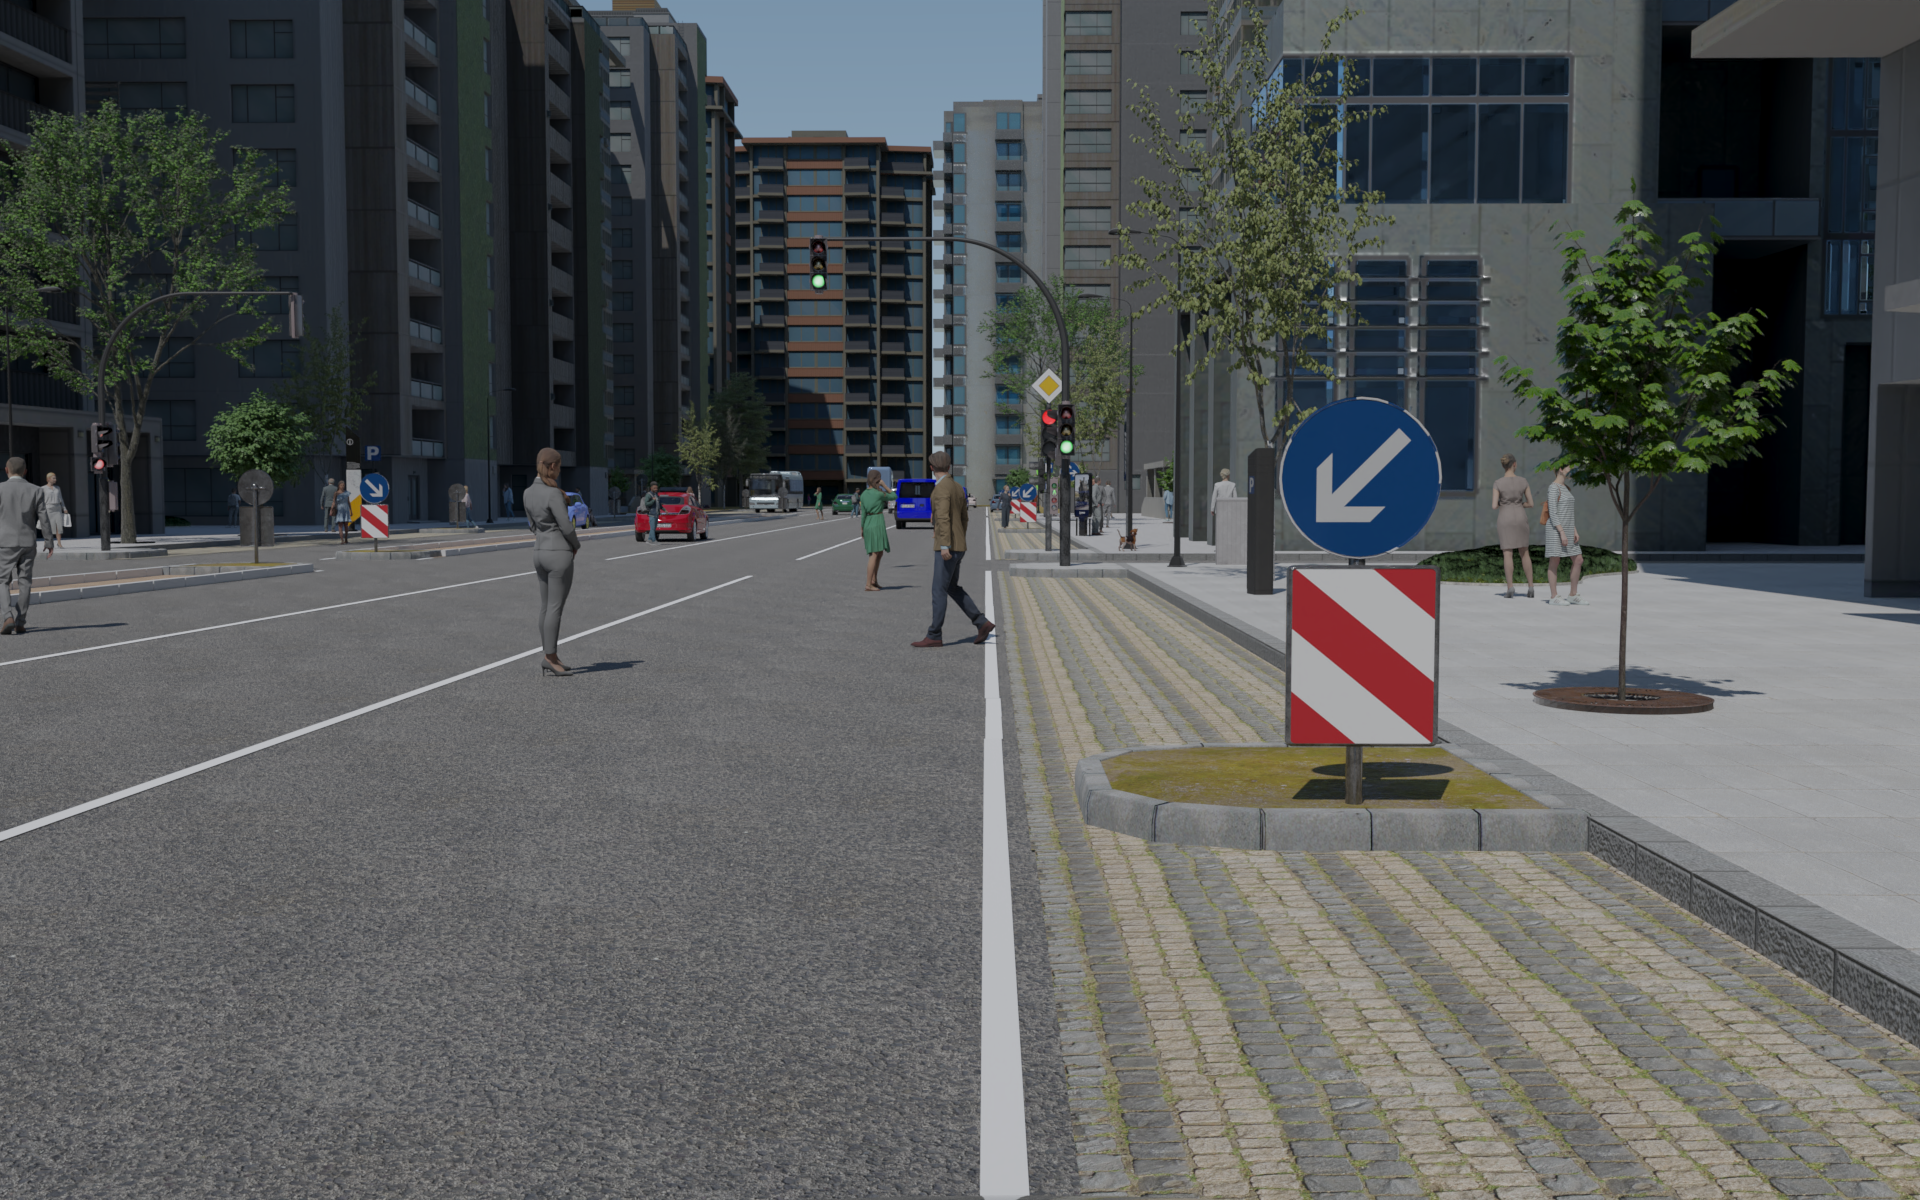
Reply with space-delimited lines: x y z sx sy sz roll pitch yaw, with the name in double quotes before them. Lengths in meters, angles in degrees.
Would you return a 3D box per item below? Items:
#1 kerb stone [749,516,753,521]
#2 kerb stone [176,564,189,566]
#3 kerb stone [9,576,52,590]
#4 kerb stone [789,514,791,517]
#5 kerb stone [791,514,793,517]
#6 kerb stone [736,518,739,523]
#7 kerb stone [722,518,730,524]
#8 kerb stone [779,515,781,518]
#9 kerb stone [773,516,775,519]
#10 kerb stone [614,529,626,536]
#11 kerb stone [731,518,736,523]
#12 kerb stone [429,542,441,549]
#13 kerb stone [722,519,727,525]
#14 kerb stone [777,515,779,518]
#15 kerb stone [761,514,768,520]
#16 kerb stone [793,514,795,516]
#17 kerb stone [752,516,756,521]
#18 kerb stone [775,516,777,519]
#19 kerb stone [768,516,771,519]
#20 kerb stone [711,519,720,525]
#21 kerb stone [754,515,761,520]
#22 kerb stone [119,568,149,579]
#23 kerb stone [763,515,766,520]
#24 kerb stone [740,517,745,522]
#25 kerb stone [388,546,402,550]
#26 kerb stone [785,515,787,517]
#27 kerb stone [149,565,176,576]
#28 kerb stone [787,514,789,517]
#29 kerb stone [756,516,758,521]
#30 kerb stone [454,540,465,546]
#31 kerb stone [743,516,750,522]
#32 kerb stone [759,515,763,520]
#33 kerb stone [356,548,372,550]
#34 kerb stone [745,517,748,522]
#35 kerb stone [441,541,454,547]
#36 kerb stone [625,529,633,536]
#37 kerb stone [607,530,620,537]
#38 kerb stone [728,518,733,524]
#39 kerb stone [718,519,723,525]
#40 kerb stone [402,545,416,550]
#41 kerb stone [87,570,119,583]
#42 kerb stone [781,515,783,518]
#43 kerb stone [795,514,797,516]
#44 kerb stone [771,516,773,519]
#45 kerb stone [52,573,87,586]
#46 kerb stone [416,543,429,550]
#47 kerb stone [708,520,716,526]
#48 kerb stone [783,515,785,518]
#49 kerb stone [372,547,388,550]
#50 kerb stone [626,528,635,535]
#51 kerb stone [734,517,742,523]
"kerb stone" -11.045 -4.166 90.316 0.120 0.150 1.000 0 4 1
"kerb stone" -14.043 -0.560 31.355 0.120 0.150 1.000 0 4 1
"kerb stone" -14.120 -0.244 26.229 0.120 0.150 1.000 0 4 1
"kerb stone" -10.784 -5.223 107.739 0.120 0.150 1.000 0 4 1
"kerb stone" -10.766 -5.294 108.764 0.120 0.150 1.000 0 4 1
"kerb stone" -11.118 -3.850 85.197 0.120 0.150 1.000 0 4 1
"kerb stone" -11.166 -3.666 82.127 0.120 0.150 1.000 0 4 1
"kerb stone" -10.850 -4.918 102.613 0.120 0.150 1.000 0 4 1
"kerb stone" -10.900 -4.730 99.524 0.120 0.150 1.000 0 4 1
"kerb stone" -11.526 -2.223 58.545 0.120 0.150 1.000 0 4 1
"kerb stone" -11.141 -3.791 84.175 0.120 0.150 1.000 0 4 1
"kerb stone" -13.838 -1.411 45.261 0.120 0.150 1.000 0 4 1
"kerb stone" -11.176 -3.602 81.096 0.120 0.150 1.000 0 4 1
"kerb stone" -10.866 -4.855 101.575 0.120 0.150 1.000 0 4 1
"kerb stone" -10.948 -4.542 96.456 0.120 0.150 1.000 0 4 1
"kerb stone" -10.745 -5.355 109.791 0.120 0.150 1.000 0 4 1
"kerb stone" -11.023 -4.229 91.344 0.120 0.150 1.000 0 4 1
"kerb stone" -10.882 -4.792 100.546 0.120 0.150 1.000 0 4 1
"kerb stone" -10.930 -4.597 97.479 0.120 0.150 1.000 0 4 1
"kerb stone" -11.214 -3.477 79.041 0.120 0.150 1.000 0 4 1
"kerb stone" -10.992 -4.349 93.390 0.120 0.150 1.000 0 4 1
"kerb stone" -14.069 -0.435 29.304 0.120 0.150 1.000 0 4 1
"kerb stone" -10.963 -4.478 95.434 0.120 0.150 1.000 0 4 1
"kerb stone" -11.089 -3.979 87.246 0.120 0.150 1.000 0 4 1
"kerb stone" -13.880 -1.222 42.183 0.120 0.150 1.000 0 4 1
"kerb stone" -10.811 -5.105 105.687 0.120 0.150 1.000 0 4 1
"kerb stone" -14.059 -0.497 30.326 0.120 0.150 1.000 0 4 1
"kerb stone" -10.792 -5.169 106.716 0.120 0.150 1.000 0 4 1
"kerb stone" -11.008 -4.286 92.366 0.120 0.150 1.000 0 4 1
"kerb stone" -13.799 -1.531 47.315 0.120 0.150 1.000 0 4 1
"kerb stone" -11.066 -4.104 89.293 0.120 0.150 1.000 0 4 1
"kerb stone" -10.978 -4.417 94.412 0.120 0.150 1.000 0 4 1
"kerb stone" -13.909 -1.097 40.125 0.120 0.150 1.000 0 4 1
"kerb stone" -11.076 -4.041 88.271 0.120 0.150 1.000 0 4 1
"kerb stone" -13.816 -1.474 46.292 0.120 0.150 1.000 0 4 1
"kerb stone" -11.512 -2.286 59.574 0.120 0.150 1.000 0 4 1
"kerb stone" -11.543 -2.156 57.523 0.120 0.150 1.000 0 4 1
"kerb stone" -11.154 -3.728 83.152 0.120 0.150 1.000 0 4 1
"kerb stone" -11.198 -3.539 80.063 0.120 0.150 1.000 0 4 1
"kerb stone" -13.864 -1.286 43.217 0.120 0.150 1.000 0 4 1
"kerb stone" -14.089 -0.372 28.273 0.120 0.150 1.000 0 4 1
"kerb stone" -10.847 -4.981 103.635 0.120 0.150 1.000 0 4 1
"kerb stone" -10.732 -5.419 110.813 0.120 0.150 1.000 0 4 1
"kerb stone" -10.917 -4.663 98.502 0.120 0.150 1.000 0 4 1
"kerb stone" -14.101 -0.309 27.251 0.120 0.150 1.000 0 4 1
"kerb stone" -13.849 -1.342 44.239 0.120 0.150 1.000 0 4 1
"kerb stone" -11.235 -3.414 78.019 0.120 0.150 1.000 0 4 1
"kerb stone" -10.817 -5.044 104.658 0.120 0.150 1.000 0 4 1
"kerb stone" -13.890 -1.160 41.154 0.120 0.150 1.000 0 4 1
"kerb stone" -11.506 -2.349 60.602 0.120 0.150 1.000 0 4 1
"kerb stone" -11.109 -3.916 86.224 0.120 0.150 1.000 0 4 1
